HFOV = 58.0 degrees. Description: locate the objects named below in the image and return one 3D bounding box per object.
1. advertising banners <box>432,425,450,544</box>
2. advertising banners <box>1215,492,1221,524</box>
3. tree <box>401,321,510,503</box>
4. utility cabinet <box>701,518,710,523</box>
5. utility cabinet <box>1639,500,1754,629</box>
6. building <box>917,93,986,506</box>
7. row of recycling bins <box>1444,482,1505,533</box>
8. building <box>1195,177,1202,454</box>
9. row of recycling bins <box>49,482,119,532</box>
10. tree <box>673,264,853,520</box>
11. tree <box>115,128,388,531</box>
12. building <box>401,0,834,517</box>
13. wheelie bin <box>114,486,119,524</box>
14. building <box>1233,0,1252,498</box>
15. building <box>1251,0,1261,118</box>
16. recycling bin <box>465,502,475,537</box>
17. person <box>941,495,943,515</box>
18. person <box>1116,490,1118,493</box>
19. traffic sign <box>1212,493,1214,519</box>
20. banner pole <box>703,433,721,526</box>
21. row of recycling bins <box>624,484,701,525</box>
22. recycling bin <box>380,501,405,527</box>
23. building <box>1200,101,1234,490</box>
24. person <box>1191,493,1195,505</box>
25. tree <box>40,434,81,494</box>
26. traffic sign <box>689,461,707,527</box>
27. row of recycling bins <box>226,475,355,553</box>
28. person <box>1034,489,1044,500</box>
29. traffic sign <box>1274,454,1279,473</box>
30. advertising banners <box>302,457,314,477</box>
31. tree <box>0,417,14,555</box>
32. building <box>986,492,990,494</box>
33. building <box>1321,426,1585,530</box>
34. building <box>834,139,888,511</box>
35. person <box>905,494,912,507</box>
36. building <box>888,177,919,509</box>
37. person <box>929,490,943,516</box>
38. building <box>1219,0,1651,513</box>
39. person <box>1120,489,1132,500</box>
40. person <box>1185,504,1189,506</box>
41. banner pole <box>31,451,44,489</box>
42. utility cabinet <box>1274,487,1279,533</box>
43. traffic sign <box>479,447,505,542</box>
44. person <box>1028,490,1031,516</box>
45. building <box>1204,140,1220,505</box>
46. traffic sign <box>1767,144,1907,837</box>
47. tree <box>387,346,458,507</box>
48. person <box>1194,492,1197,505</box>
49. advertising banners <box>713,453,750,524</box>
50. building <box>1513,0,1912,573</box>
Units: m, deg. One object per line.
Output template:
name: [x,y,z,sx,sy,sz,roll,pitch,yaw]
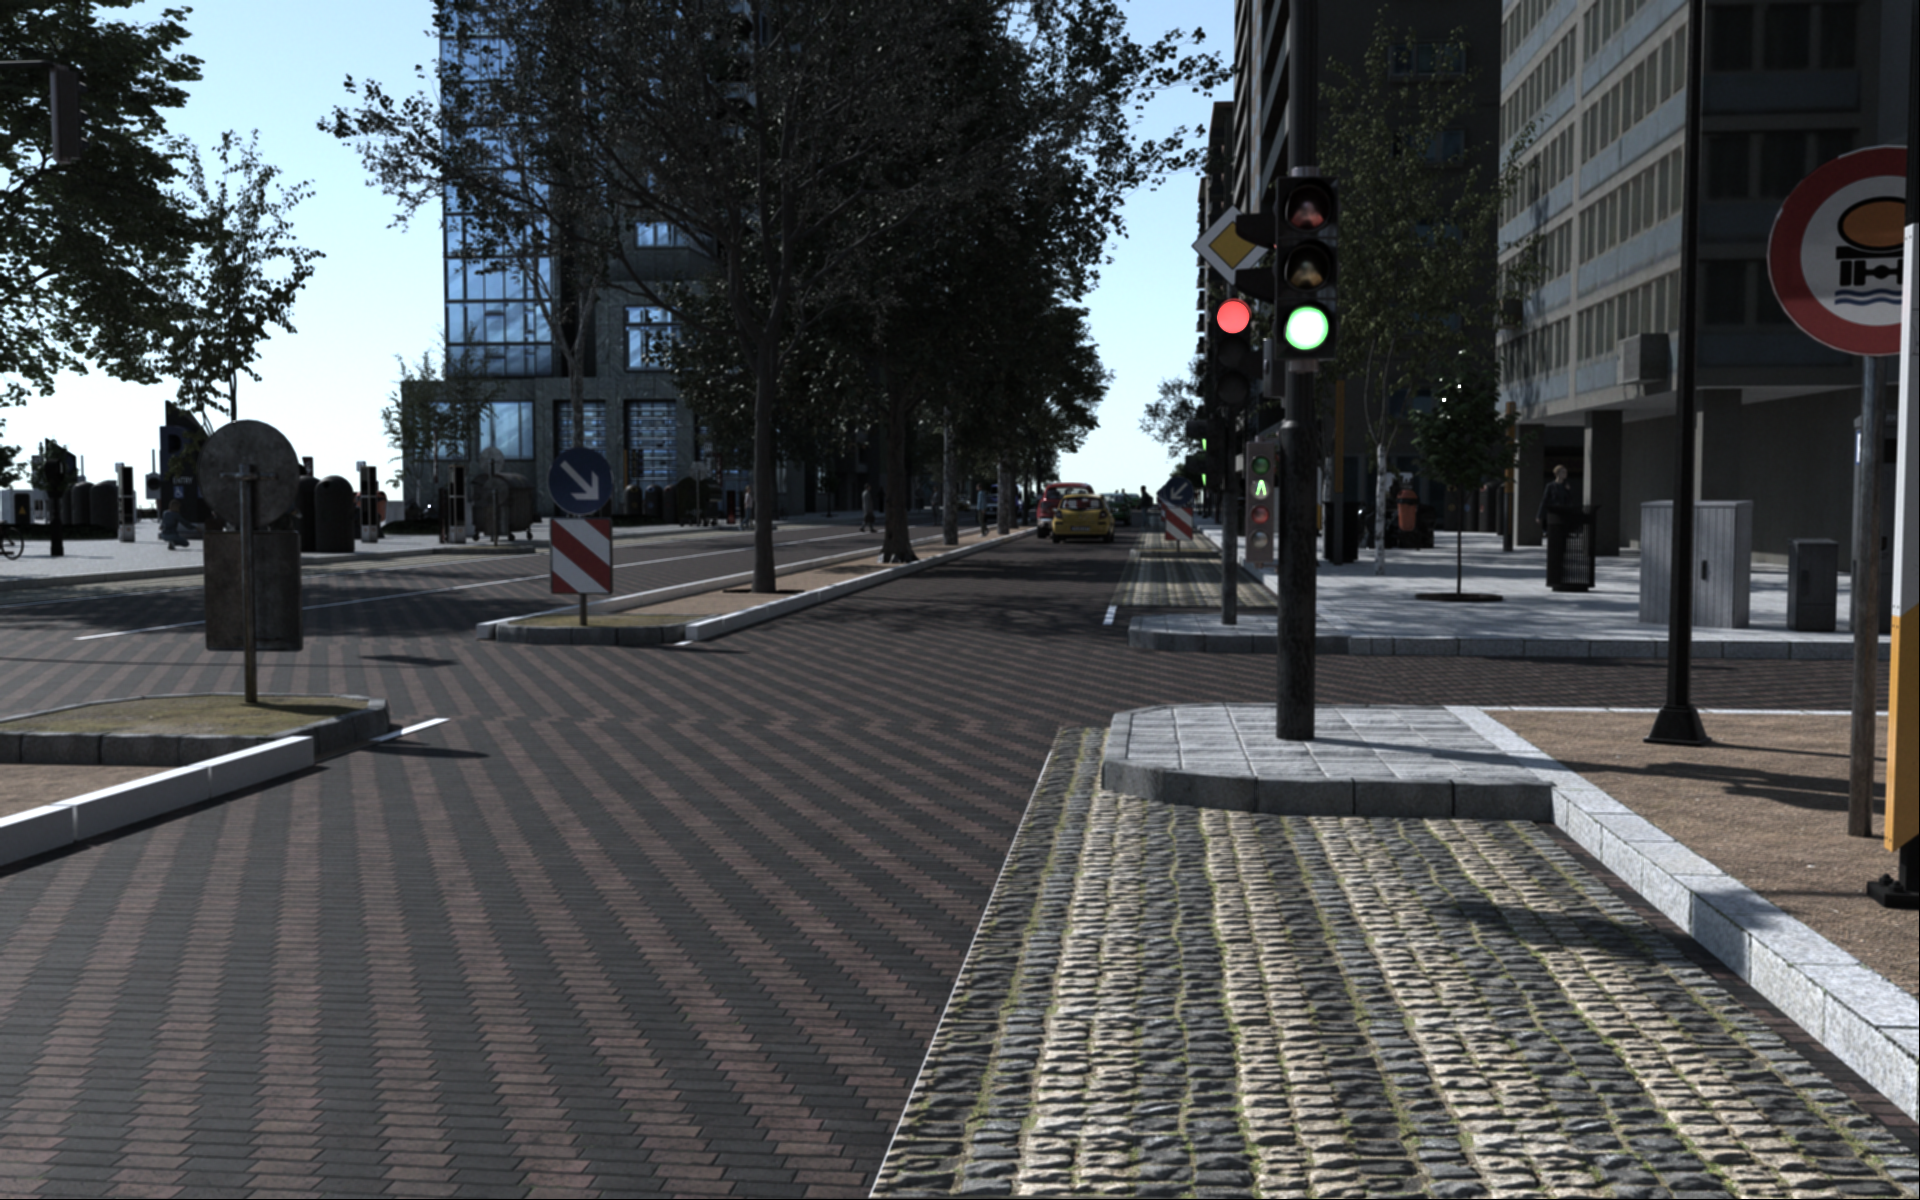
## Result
advertising banners: [-13.480,-2.989,45.062,0.090,3.025,2.074,0,4,-5]
advertising banners: [10.999,-4.772,74.214,0.090,3.025,2.074,0,4,1]
tree: [-21.104,-7.488,72.787,4.360,8.622,3.978,0,3,0]
utility cabinet: [-11.811,-4.204,77.419,1.173,1.500,0.318,2,4,25]
utility cabinet: [7.163,-0.351,16.904,0.306,1.237,1.020,-2,4,-35]
building: [-10.647,-35.239,195.773,23.786,49.044,30.456,0,4,6]
row of recycling bins: [17.561,-3.122,58.161,1.069,1.692,3.534,-1,4,-22]
building: [43.060,-35.418,233.713,22.147,44.769,28.867,0,4,6]
row of recycling bins: [-29.835,-3.166,58.875,3.534,1.692,1.069,3,4,36]
tree: [-9.464,-10.976,86.120,9.857,13.997,8.962,0,3,0]
tree: [-14.762,-5.134,34.299,4.737,8.622,4.395,0,3,0]
building: [-19.960,-48.697,108.864,22.319,86.520,31.000,0,4,6]
wheelie bin: [-32.212,-3.543,65.829,0.693,1.594,0.980,1,4,23]
building: [31.310,-30.806,127.384,21.300,48.544,21.600,0,4,6]
building: [25.851,-28.135,110.115,14.600,45.320,14.200,0,4,6]
recycling bin: [-14.855,-2.392,51.666,0.722,1.027,0.722,-1,4,-18]
person: [-1.205,-6.588,116.749,0.750,1.759,0.617,2,4,31]
person: [14.642,-9.363,161.589,1.348,1.823,0.705,1,4,15]
traffic sign: [13.081,-5.469,89.516,0.768,2.556,0.104,1,4,12]
banner pole: [-10.138,-4.937,70.742,0.863,3.779,0.401,2,4,31]
row of recycling bins: [-12.651,-4.072,73.696,3.534,1.692,1.069,1,4,15]
recycling bin: [-21.180,-3.185,64.627,0.722,1.027,0.722,-2,4,-35]
building: [38.406,-32.772,190.445,22.147,44.769,28.867,0,4,6]
person: [26.611,-11.708,198.143,0.551,1.740,0.621,3,5,40]
tree: [-28.861,-3.721,55.437,1.663,3.219,1.824,0,3,0]
traffic sign: [-10.196,-4.116,67.401,0.768,2.556,0.104,1,4,13]
row of recycling bins: [-15.016,-1.939,38.815,3.534,1.692,1.069,2,4,25]
person: [6.315,-7.588,132.548,1.348,1.826,0.705,-1,4,-10]
traffic sign: [8.615,-2.978,48.790,0.768,2.556,0.104,1,4,9]
advertising banners: [-29.875,-5.214,81.432,2.074,3.025,0.090,-3,5,-40]
tree: [-20.560,-2.565,36.539,1.663,3.219,1.824,0,3,0]
building: [-7.036,-37.086,225.958,23.786,49.044,30.456,0,4,6]
building: [23.662,-27.315,70.304,21.300,48.544,21.600,0,4,6]
building: [-13.402,-27.435,132.153,14.154,41.232,14.086,0,4,6]
person: [-3.556,-6.075,108.501,1.217,1.739,0.721,1,4,18]
building: [-11.394,-22.991,147.608,14.160,30.474,14.107,0,4,6]
person: [-1.553,-6.278,111.871,1.217,1.743,0.721,3,5,45]
building: [38.947,-28.000,149.679,32.217,40.220,23.993,0,4,6]
person: [11.631,-7.025,123.434,1.350,1.814,0.705,0,4,-5]
person: [24.114,-10.894,183.786,0.705,1.869,1.348,-3,4,-38]
banner pole: [-52.126,-6.609,98.073,0.863,3.779,0.401,0,4,-5]
utility cabinet: [10.107,-2.917,56.366,1.173,1.500,0.318,2,4,35]
traffic sign: [-12.610,-2.844,46.611,0.768,2.556,0.104,1,4,16]
person: [4.466,-6.335,112.813,0.721,1.736,1.217,1,4,12]
building: [37.180,-34.411,212.727,14.600,45.320,14.200,0,4,6]
traffic sign: [3.382,-0.387,6.431,0.768,2.556,0.104,1,4,16]
tree: [-27.214,-8.349,86.872,4.737,8.622,4.395,0,3,0]
person: [28.826,-12.565,212.008,1.217,1.766,0.721,1,4,10]
advertising banners: [-9.731,-4.743,73.738,0.090,3.025,2.074,3,5,41]
building: [23.943,-20.788,31.770,23.993,40.220,32.217,0,4,6]
